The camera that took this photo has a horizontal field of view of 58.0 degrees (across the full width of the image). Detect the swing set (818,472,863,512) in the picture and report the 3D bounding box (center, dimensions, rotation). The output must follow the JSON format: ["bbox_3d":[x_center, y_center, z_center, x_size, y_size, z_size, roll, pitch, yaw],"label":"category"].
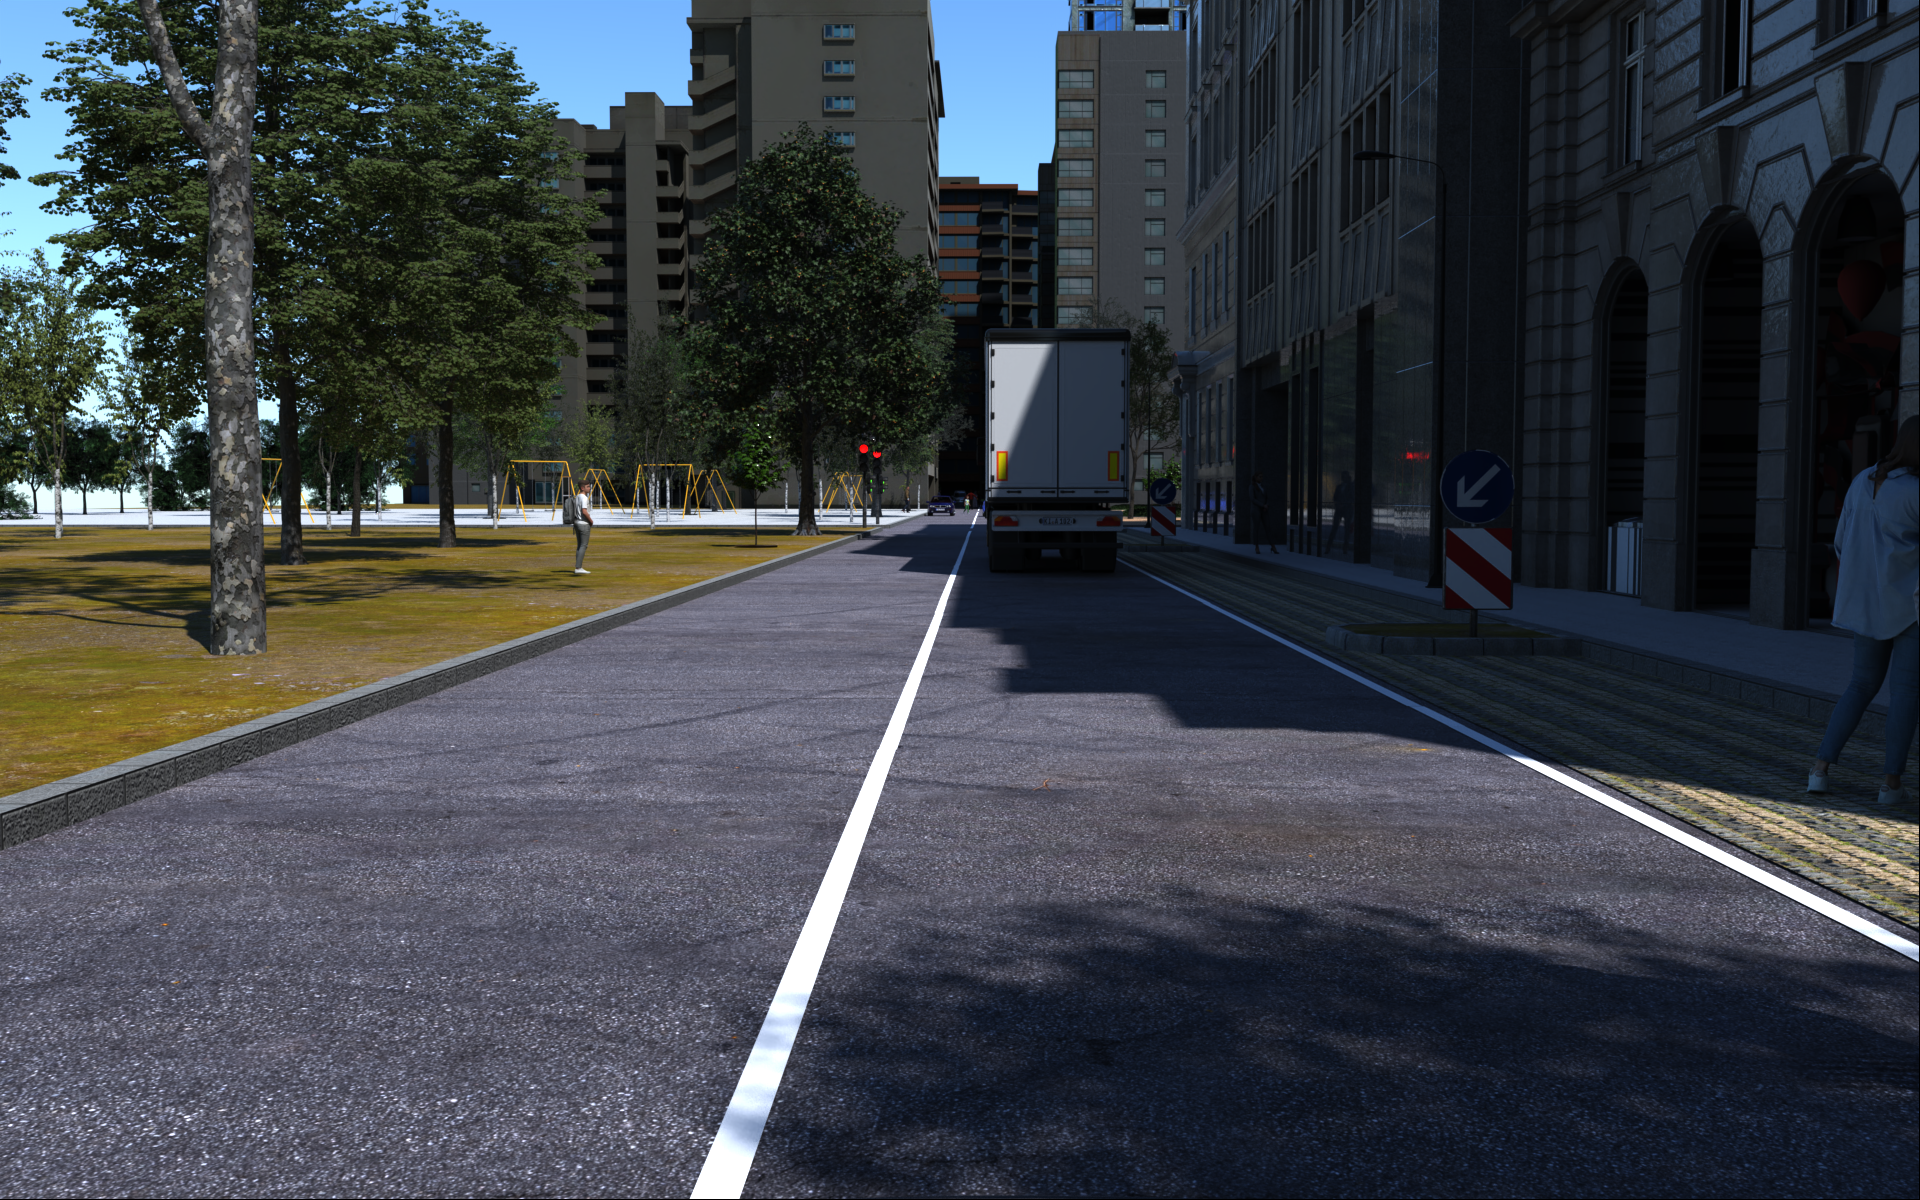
[{"bbox_3d":[-8.391,-7.635,122.444,2.862,2.851,3.119,-1,4,-16],"label":"swing set"}]

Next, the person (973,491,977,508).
[{"bbox_3d":[1.546,-10.001,172.684,0.621,1.740,0.551,0,4,-3],"label":"person"}]

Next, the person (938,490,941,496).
[{"bbox_3d":[-2.066,-10.382,176.731,0.436,1.711,0.756,1,4,23],"label":"person"}]

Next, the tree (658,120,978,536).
[{"bbox_3d":[-4.679,-8.356,53.625,9.611,12.733,9.660,0,3,0],"label":"tree"}]

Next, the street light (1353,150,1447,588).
[{"bbox_3d":[6.010,-3.122,23.579,1.470,5.913,1.316,0,4,1],"label":"street light"}]

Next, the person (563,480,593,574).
[{"bbox_3d":[-6.117,-1.181,27.943,0.503,1.515,0.523,1,4,22],"label":"person"}]

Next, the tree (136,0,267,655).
[{"bbox_3d":[-6.311,-9.717,14.766,12.611,20.169,13.585,0,3,0],"label":"tree"}]

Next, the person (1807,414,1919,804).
[{"bbox_3d":[4.276,0.046,8.019,0.793,1.790,0.793,3,4,37],"label":"person"}]

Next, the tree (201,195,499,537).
[{"bbox_3d":[-18.102,-7.166,51.579,8.767,10.594,7.601,-2,4,-25],"label":"tree"}]

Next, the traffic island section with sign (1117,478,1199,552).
[{"bbox_3d":[4.898,-2.124,43.353,1.989,1.847,2.006,0,4,1],"label":"traffic island section with sign"}]

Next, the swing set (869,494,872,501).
[{"bbox_3d":[-9.259,-9.066,145.842,3.119,2.851,2.862,3,5,43],"label":"swing set"}]

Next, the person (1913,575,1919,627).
[{"bbox_3d":[2.583,0.264,4.024,0.661,1.843,0.795,2,4,31],"label":"person"}]

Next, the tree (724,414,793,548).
[{"bbox_3d":[-4.800,-2.883,41.735,1.663,3.219,1.824,0,3,0],"label":"tree"}]

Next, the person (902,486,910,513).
[{"bbox_3d":[-3.672,-6.924,119.166,0.656,1.842,0.836,3,5,41],"label":"person"}]

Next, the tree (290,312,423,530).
[{"bbox_3d":[-22.374,-6.808,61.671,4.360,8.622,3.978,0,3,0],"label":"tree"}]

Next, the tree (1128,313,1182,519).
[{"bbox_3d":[9.112,-9.462,89.116,7.601,10.594,8.767,2,4,28],"label":"tree"}]

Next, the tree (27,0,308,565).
[{"bbox_3d":[-12.486,-6.896,30.873,7.486,12.596,7.792,0,3,0],"label":"tree"}]

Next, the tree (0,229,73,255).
[{"bbox_3d":[-26.417,-6.102,50.129,4.737,8.622,4.395,0,3,0],"label":"tree"}]

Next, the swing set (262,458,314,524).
[{"bbox_3d":[-30.532,-4.793,75.988,2.862,2.851,3.119,1,4,13],"label":"swing set"}]

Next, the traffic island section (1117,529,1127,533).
[{"bbox_3d":[5.208,-2.640,65.437,2.009,0.180,2.903,0,4,1],"label":"traffic island section"}]

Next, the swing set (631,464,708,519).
[{"bbox_3d":[-15.395,-5.732,91.332,3.119,2.851,2.862,1,4,10],"label":"swing set"}]

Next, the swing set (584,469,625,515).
[{"bbox_3d":[-22.936,-6.829,109.268,2.862,2.851,3.119,0,4,4],"label":"swing set"}]

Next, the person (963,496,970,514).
[{"bbox_3d":[0.477,-6.887,125.355,0.590,1.304,0.306,3,5,43],"label":"person"}]

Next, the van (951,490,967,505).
[{"bbox_3d":[0.002,-11.782,199.638,2.013,2.044,4.112,0,4,0],"label":"van"}]

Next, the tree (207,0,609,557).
[{"bbox_3d":[-11.878,-7.527,41.190,7.486,12.596,7.792,0,3,0],"label":"tree"}]

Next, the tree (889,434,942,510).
[{"bbox_3d":[-3.462,-11.836,143.875,4.737,8.622,4.395,0,3,0],"label":"tree"}]

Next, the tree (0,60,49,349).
[{"bbox_3d":[-23.467,-7.813,34.398,9.857,13.997,8.962,0,3,0],"label":"tree"}]

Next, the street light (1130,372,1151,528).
[{"bbox_3d":[6.587,-5.673,65.291,1.470,5.913,1.316,0,4,1],"label":"street light"}]

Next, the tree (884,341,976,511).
[{"bbox_3d":[-4.022,-13.421,129.807,12.009,13.543,11.850,0,3,0],"label":"tree"}]

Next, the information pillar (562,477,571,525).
[{"bbox_3d":[-16.488,-4.168,72.641,0.304,2.012,0.304,0,4,2],"label":"information pillar"}]

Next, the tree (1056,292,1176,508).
[{"bbox_3d":[8.930,-11.904,104.994,12.009,13.543,11.850,0,3,0],"label":"tree"}]

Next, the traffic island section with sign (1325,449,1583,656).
[{"bbox_3d":[4.508,-0.462,16.190,1.989,1.847,2.006,0,4,1],"label":"traffic island section with sign"}]

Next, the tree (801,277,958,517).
[{"bbox_3d":[-4.750,-11.578,95.951,9.857,13.997,8.962,0,3,0],"label":"tree"}]

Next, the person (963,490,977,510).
[{"bbox_3d":[0.983,-9.153,158.116,1.348,1.831,0.705,-1,4,-8],"label":"person"}]

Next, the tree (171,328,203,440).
[{"bbox_3d":[-28.919,-6.808,61.673,4.737,8.622,4.395,0,3,0],"label":"tree"}]

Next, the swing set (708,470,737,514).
[{"bbox_3d":[-16.324,-7.028,112.526,2.862,2.851,3.119,-2,4,-24],"label":"swing set"}]

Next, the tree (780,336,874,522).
[{"bbox_3d":[-5.050,-7.821,78.233,4.360,8.622,3.978,0,3,0],"label":"tree"}]

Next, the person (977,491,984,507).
[{"bbox_3d":[2.045,-10.822,185.962,1.217,1.766,0.721,1,4,23],"label":"person"}]

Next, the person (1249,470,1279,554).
[{"bbox_3d":[6.525,-1.888,37.184,0.573,1.790,0.520,3,5,40],"label":"person"}]

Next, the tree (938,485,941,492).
[{"bbox_3d":[-3.015,-12.220,194.399,1.663,3.219,1.824,0,3,0],"label":"tree"}]

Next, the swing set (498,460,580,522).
[{"bbox_3d":[-19.935,-5.134,81.563,3.119,2.851,2.862,-3,5,-41],"label":"swing set"}]
